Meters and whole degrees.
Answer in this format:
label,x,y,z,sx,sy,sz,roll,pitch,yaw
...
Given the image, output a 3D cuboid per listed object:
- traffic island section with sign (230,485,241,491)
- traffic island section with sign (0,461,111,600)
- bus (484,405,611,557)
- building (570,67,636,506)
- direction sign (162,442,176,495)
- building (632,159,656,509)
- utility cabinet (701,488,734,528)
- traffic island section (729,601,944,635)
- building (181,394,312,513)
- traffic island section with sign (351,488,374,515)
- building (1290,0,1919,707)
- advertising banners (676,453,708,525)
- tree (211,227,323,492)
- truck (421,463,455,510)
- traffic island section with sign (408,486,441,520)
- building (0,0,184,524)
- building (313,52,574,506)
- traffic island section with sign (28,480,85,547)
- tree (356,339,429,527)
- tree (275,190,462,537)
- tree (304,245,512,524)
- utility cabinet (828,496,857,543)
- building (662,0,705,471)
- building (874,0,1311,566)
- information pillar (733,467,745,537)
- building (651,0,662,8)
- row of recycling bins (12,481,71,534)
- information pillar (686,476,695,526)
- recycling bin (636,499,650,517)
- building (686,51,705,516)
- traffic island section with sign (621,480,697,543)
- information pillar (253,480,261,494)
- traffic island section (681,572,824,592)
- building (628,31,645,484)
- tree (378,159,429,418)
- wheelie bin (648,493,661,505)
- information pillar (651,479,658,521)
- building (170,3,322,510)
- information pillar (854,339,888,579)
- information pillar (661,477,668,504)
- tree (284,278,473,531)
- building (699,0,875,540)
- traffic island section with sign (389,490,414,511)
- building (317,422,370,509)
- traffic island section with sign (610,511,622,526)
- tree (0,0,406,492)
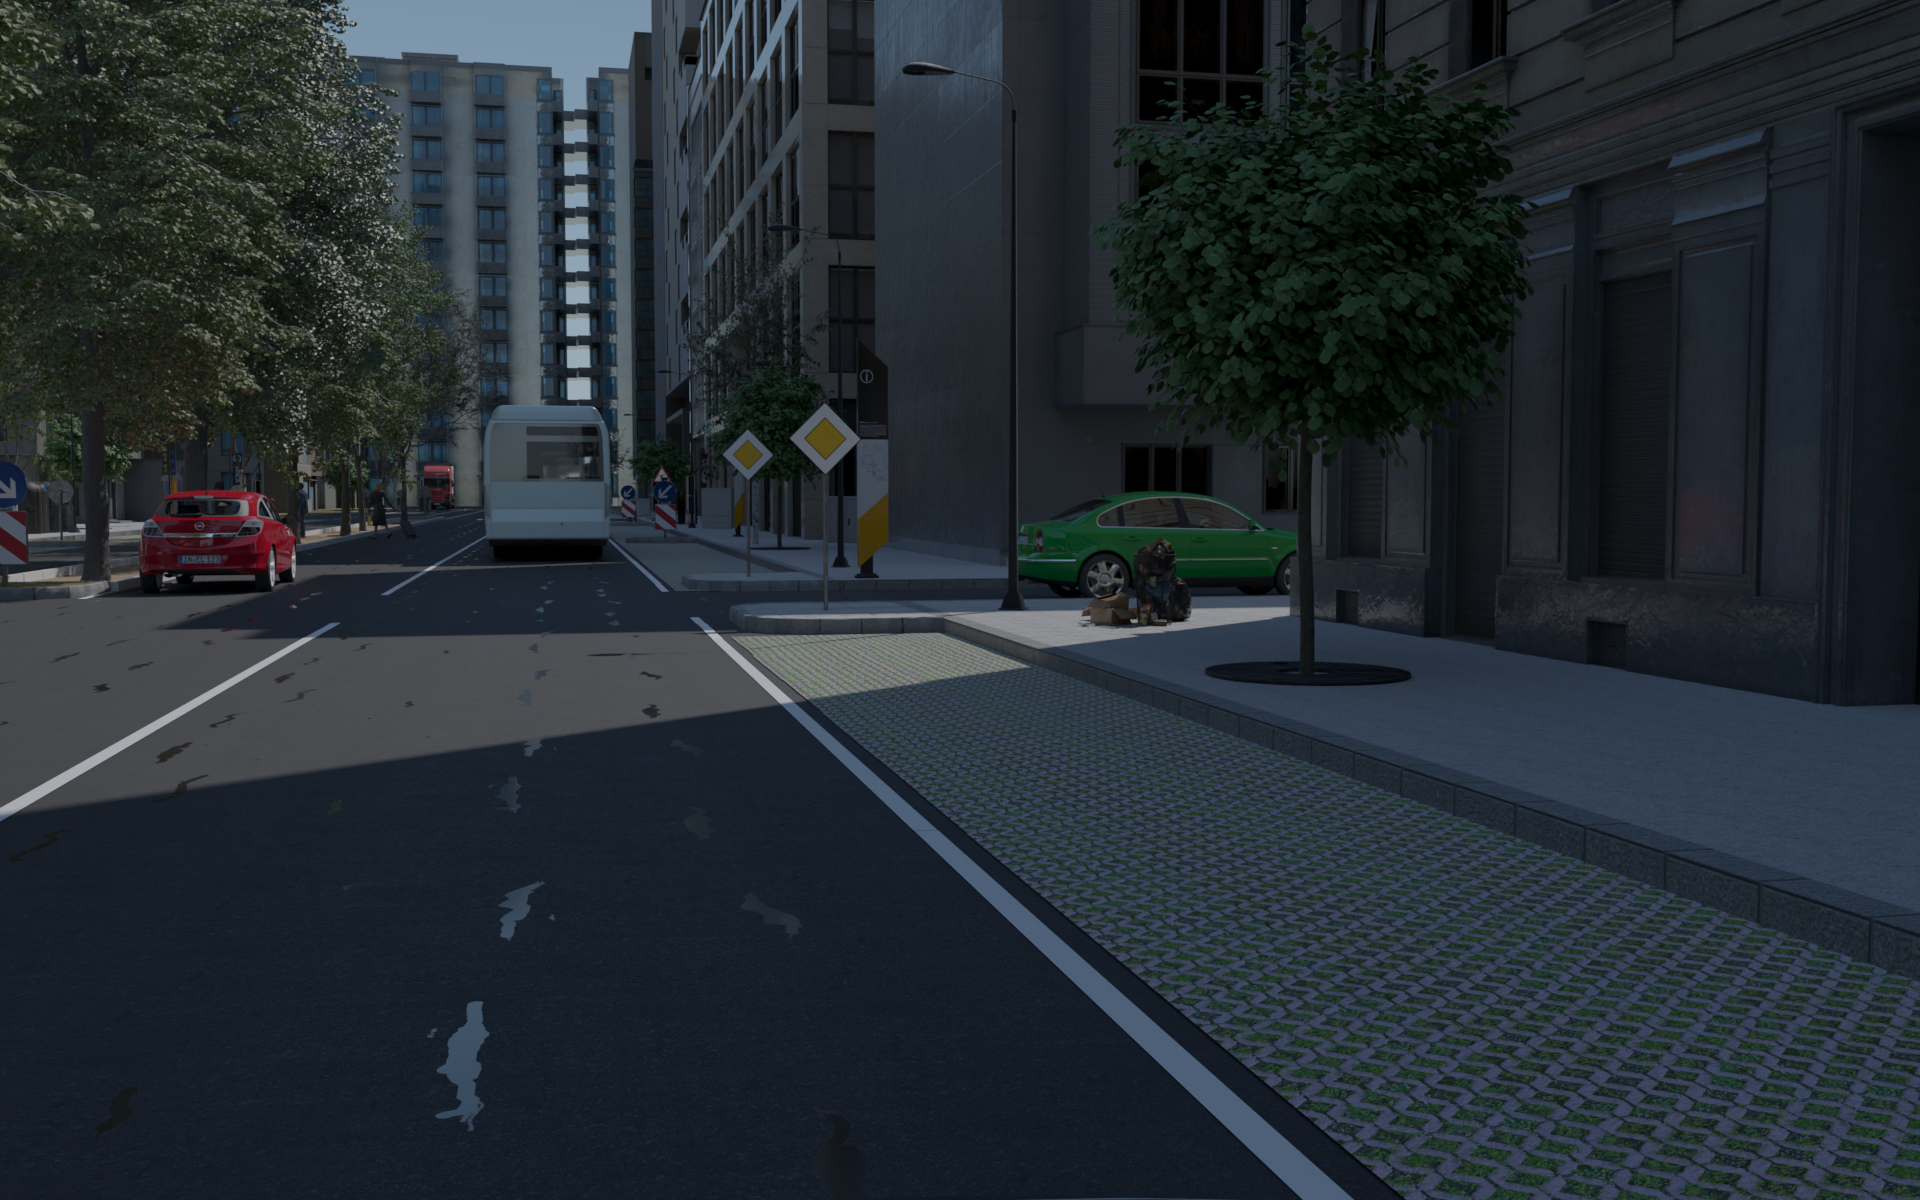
label,x,y,z,sx,sy,sz,roll,pitch,yaw
traffic island section with sign,-30.702,-3.973,73.589,1.989,1.847,2.006,-1,4,-13
traffic island section with sign,-13.215,-0.987,24.270,2.006,1.907,1.989,-1,4,-13
bus,-10.138,-2.915,42.525,2.948,3.499,13.247,-1,4,-13
building,-28.003,-35.303,196.808,30.456,49.044,23.786,-1,4,-13
direction sign,-32.077,-4.787,70.272,0.876,3.537,0.379,2,4,32
building,-21.865,-23.349,153.463,14.160,30.474,14.107,-1,4,-13
utility cabinet,-8.972,-3.397,64.225,1.173,1.500,0.318,1,4,14
traffic island section,-1.461,0.193,19.129,2.009,0.180,2.903,-1,4,-13
building,-56.934,-16.020,106.965,27.650,21.520,28.899,-1,4,-13
traffic island section with sign,-42.002,-6.964,122.485,1.989,1.847,2.006,-1,4,-13
building,10.053,-9.840,10.040,9.793,20.994,18.267,-1,4,-13
advertising banners,-11.360,-4.734,73.592,0.090,3.025,2.074,2,4,32
tree,-17.948,-5.532,43.260,4.737,8.622,4.395,0,3,0
truck,-48.391,-10.524,160.976,2.839,4.237,11.283,-1,4,-14
traffic island section with sign,-30.147,-5.465,97.483,2.006,1.907,1.989,-1,4,-13
building,-42.954,-18.558,75.130,14.160,30.474,14.107,-1,4,-13
building,-57.937,-34.953,191.086,30.456,49.044,23.786,-1,4,-13
traffic island section with sign,-24.617,-2.362,47.247,1.989,1.847,2.006,-1,4,-13
tree,-24.653,-7.394,73.717,4.737,8.622,4.395,0,3,0
tree,-20.615,-7.942,58.057,9.928,11.665,9.643,0,3,0
tree,-26.617,-10.386,82.633,12.009,13.543,11.850,0,3,0
utility cabinet,-3.063,-2.101,45.513,1.020,1.237,0.306,1,4,14
building,-6.307,-32.494,120.512,28.713,52.752,27.495,-1,4,-13
building,14.025,-13.422,38.522,30.058,24.678,14.314,-1,4,-13
information pillar,-6.622,-3.703,51.904,0.183,3.616,0.504,-3,4,-36
building,-17.308,-29.936,139.561,14.600,45.320,14.200,-1,4,-13
row of recycling bins,-30.231,-3.049,56.970,1.069,1.692,3.534,-1,4,-9
information pillar,-10.998,-4.050,70.710,0.304,2.012,0.304,-1,4,-23
recycling bin,-17.921,-5.220,97.902,0.722,1.027,0.722,-1,4,-17
building,-7.644,-16.768,92.172,12.078,24.808,19.932,-1,4,-13
traffic island section with sign,-8.812,-2.584,50.877,1.989,1.847,2.006,-1,4,-13
information pillar,-37.168,-5.330,91.642,0.304,2.012,0.304,-3,4,-38
traffic island section,-3.260,-0.283,26.909,2.009,0.180,2.903,-1,4,-13
building,-24.513,-31.633,167.318,14.600,45.320,14.200,-1,4,-13
tree,-19.189,-7.875,49.336,7.486,12.596,7.792,0,3,0
wheelie bin,-15.273,-4.856,87.307,0.980,1.594,0.693,-2,4,-26
information pillar,-14.519,-4.764,82.378,0.304,2.012,0.304,-1,4,-19
building,-56.028,-29.261,128.522,14.600,45.320,14.200,-1,4,-13
information pillar,-1.344,-2.139,26.322,0.504,3.616,0.183,-1,4,-17
information pillar,-12.748,-4.300,74.795,0.304,2.012,0.304,0,4,-8
tree,-23.019,-7.936,66.616,8.767,10.594,7.601,-1,4,-13
building,1.181,-16.018,66.409,19.350,26.468,34.151,-1,4,-13
traffic island section with sign,-48.334,-8.638,149.853,1.989,1.847,2.006,-1,4,-13
building,-69.990,-51.316,151.683,31.000,86.520,22.319,-1,4,-13
traffic island section with sign,-15.037,-4.231,77.801,1.989,1.847,2.006,-1,4,-13
tree,-16.003,-7.750,35.831,9.857,13.997,8.962,0,3,0
